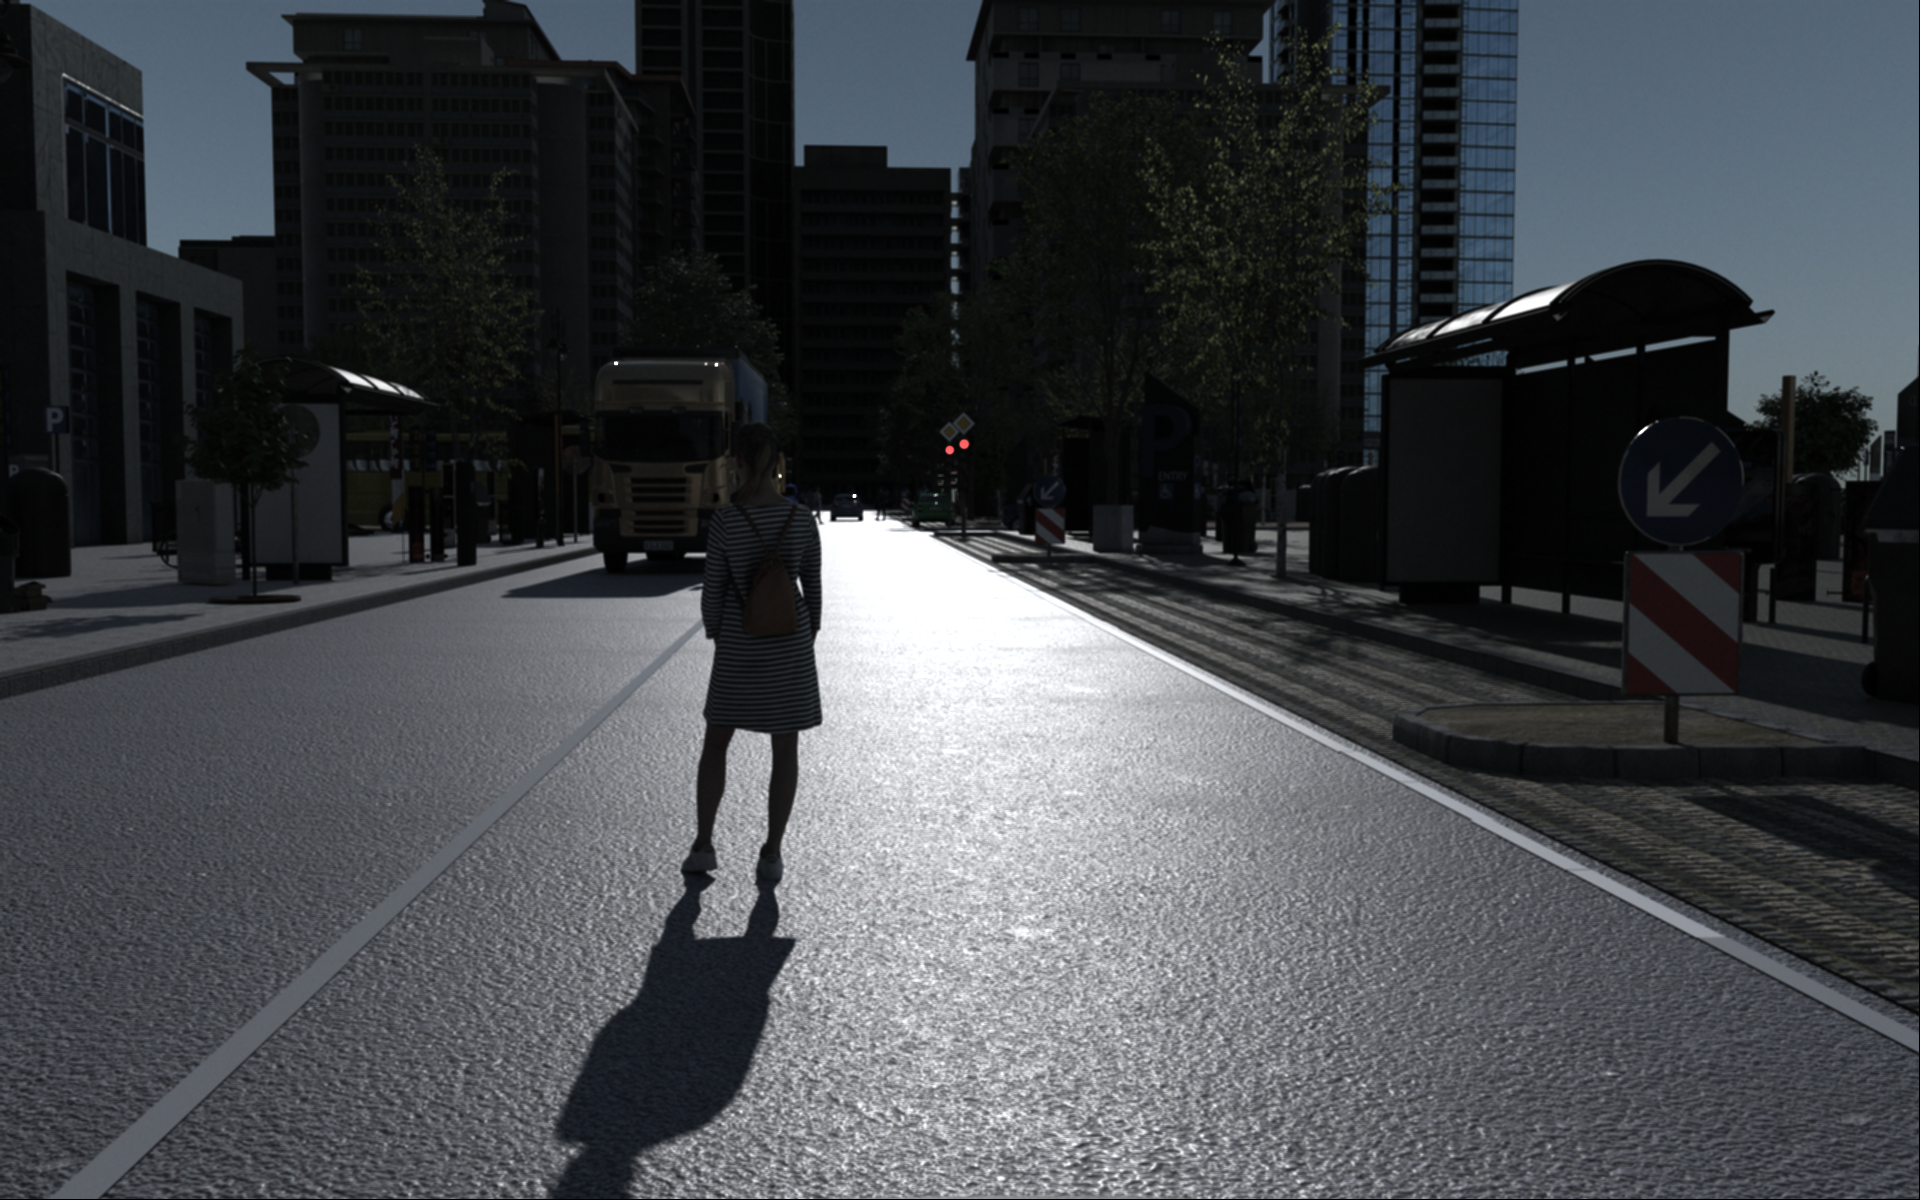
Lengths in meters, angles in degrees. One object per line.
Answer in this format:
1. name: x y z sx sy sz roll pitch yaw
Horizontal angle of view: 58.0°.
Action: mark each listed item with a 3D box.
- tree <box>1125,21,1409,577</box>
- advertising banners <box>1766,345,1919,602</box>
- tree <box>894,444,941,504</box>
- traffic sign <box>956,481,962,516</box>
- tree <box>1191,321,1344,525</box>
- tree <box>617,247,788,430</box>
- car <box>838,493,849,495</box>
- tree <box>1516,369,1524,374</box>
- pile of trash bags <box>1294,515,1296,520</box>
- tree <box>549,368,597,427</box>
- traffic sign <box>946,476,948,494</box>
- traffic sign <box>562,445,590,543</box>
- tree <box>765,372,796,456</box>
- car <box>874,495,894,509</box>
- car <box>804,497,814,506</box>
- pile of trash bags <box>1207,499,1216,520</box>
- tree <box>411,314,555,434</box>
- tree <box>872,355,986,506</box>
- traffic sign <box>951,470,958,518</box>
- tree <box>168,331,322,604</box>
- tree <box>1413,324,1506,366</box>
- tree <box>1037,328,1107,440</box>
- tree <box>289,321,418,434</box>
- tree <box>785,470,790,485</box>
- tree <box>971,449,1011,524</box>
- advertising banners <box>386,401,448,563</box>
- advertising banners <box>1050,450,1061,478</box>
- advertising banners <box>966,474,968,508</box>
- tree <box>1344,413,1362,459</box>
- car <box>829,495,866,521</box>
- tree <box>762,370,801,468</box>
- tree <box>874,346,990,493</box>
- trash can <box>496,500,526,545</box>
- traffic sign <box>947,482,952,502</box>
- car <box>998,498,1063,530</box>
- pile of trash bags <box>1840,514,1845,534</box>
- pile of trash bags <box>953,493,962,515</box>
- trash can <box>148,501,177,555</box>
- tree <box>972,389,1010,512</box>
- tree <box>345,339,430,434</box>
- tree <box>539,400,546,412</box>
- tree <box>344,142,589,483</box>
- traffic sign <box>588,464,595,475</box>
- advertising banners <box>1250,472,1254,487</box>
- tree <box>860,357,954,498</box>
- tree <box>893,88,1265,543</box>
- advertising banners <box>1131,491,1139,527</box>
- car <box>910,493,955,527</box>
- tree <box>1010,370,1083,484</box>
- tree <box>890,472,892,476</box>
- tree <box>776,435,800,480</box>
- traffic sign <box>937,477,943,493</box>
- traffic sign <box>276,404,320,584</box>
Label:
1. tree: 4.749 -4.666 26.654 4.360 8.622 3.978 0 3 0
2. advertising banners: 10.736 -1.488 20.525 2.074 3.025 0.090 1 4 23
3. tree: -2.861 -11.783 143.012 4.737 8.622 4.395 0 3 0
4. traffic sign: -0.225 -6.300 103.109 0.768 2.556 0.104 0 4 1
5. tree: 12.286 -7.378 70.996 4.737 8.622 4.395 0 3 0
6. tree: -13.075 -11.168 89.259 9.857 13.997 8.962 0 3 0
7. car: -13.030 -11.253 193.581 1.945 1.707 3.694 0 4 -3
8. tree: 26.296 -8.370 87.218 4.737 8.622 4.395 0 3 0
9. pile of trash bags: 18.365 -4.691 86.442 3.447 1.369 1.912 2 4 34
10. tree: -21.034 -9.257 101.715 4.737 8.622 4.395 0 3 0
11. traffic sign: -0.925 -7.402 121.021 0.884 2.594 0.081 0 4 -1
12. traffic sign: -10.050 -2.758 45.207 0.768 2.556 0.104 0 4 -1
13. tree: -17.445 -13.222 141.935 9.928 11.665 9.643 0 3 0
14. car: -7.242 -9.297 164.589 1.945 1.354 3.894 0 4 -2
15. car: -17.913 -12.188 208.870 1.945 1.707 3.694 0 4 -4
16. pile of trash bags: 10.805 -4.611 85.148 3.447 1.369 1.912 -1 4 -10
17. tree: -23.931 -9.384 87.842 7.601 10.594 8.767 0 4 -2
18. tree: -1.717 -10.834 111.553 7.601 10.594 8.767 1 4 19
19. traffic sign: -0.245 -5.706 93.393 0.768 2.556 0.104 0 4 3
20. tree: -8.350 -1.596 20.695 1.663 3.219 1.824 0 3 0
21. tree: 20.104 -7.497 72.933 4.737 8.622 4.395 0 3 0
22. tree: 5.645 -7.410 71.509 4.360 8.622 3.978 0 3 0
23. tree: -36.440 -10.857 103.270 9.928 11.665 9.643 0 3 0
24. tree: -20.059 -12.483 187.816 4.285 4.588 4.351 0 3 0
25. tree: 1.377 -4.922 75.082 1.663 3.219 1.824 0 3 0
26. advertising banners: -10.194 -2.220 32.477 0.090 3.025 2.074 1 4 13
27. advertising banners: 4.274 -4.380 67.806 0.090 3.025 2.074 -3 5 -43
28. advertising banners: 0.411 -5.868 92.125 0.090 3.025 2.074 0 4 4
29. tree: 23.816 -9.956 113.150 4.737 8.622 4.395 0 3 0
30. car: -6.124 -5.009 93.894 2.014 1.417 4.499 0 4 -3
31. tree: -18.227 -14.571 156.368 7.486 12.596 7.792 0 3 0
32. tree: -2.111 -13.233 133.374 9.611 12.733 9.660 0 3 0
33. trash can: -11.295 -1.954 43.594 0.748 1.137 0.748 0 3 0
34. traffic sign: -0.571 -7.226 118.155 0.884 2.594 0.081 0 4 -1
35. car: 3.355 -3.045 62.373 3.894 1.354 1.945 0 4 -3
36. pile of trash bags: 28.905 -2.790 55.369 3.447 1.369 1.912 1 4 14
37. pile of trash bags: 0.346 -6.012 108.053 1.912 1.369 3.447 1 4 10
38. trash can: -16.787 -1.531 36.693 0.748 1.137 0.748 0 3 0
39. tree: 2.688 -10.452 121.258 4.737 8.622 4.395 0 3 0
40. tree: -26.791 -7.971 80.682 4.737 8.622 4.395 0 3 0
41. tree: -29.780 -10.735 125.878 4.737 8.622 4.395 0 3 0
42. tree: -10.578 -5.260 36.356 4.360 8.622 3.978 0 3 0
43. traffic sign: -10.191 -3.025 49.468 0.884 2.594 0.081 0 4 6
44. advertising banners: 23.951 -8.751 139.269 2.074 3.025 0.090 -3 5 -42
45. tree: -3.898 -14.974 155.199 12.009 13.543 11.850 0 3 0
46. tree: 4.011 -7.286 44.881 9.928 11.665 9.643 0 3 0
47. advertising banners: 7.500 -4.350 67.310 2.074 3.025 0.090 -1 4 -14
48. car: -1.193 -4.121 76.177 1.959 1.807 4.718 0 4 -4
49. tree: 5.460 -9.340 103.067 4.737 8.622 4.395 0 3 0
50. tree: -7.817 -16.345 217.610 4.737 8.622 4.395 0 3 0
51. tree: -20.837 -15.372 201.686 4.360 8.622 3.978 0 3 0
52. traffic sign: -1.304 -7.372 120.636 0.768 2.556 0.104 0 4 4
53. traffic sign: -9.476 -1.500 24.638 0.768 2.556 0.104 0 4 2
